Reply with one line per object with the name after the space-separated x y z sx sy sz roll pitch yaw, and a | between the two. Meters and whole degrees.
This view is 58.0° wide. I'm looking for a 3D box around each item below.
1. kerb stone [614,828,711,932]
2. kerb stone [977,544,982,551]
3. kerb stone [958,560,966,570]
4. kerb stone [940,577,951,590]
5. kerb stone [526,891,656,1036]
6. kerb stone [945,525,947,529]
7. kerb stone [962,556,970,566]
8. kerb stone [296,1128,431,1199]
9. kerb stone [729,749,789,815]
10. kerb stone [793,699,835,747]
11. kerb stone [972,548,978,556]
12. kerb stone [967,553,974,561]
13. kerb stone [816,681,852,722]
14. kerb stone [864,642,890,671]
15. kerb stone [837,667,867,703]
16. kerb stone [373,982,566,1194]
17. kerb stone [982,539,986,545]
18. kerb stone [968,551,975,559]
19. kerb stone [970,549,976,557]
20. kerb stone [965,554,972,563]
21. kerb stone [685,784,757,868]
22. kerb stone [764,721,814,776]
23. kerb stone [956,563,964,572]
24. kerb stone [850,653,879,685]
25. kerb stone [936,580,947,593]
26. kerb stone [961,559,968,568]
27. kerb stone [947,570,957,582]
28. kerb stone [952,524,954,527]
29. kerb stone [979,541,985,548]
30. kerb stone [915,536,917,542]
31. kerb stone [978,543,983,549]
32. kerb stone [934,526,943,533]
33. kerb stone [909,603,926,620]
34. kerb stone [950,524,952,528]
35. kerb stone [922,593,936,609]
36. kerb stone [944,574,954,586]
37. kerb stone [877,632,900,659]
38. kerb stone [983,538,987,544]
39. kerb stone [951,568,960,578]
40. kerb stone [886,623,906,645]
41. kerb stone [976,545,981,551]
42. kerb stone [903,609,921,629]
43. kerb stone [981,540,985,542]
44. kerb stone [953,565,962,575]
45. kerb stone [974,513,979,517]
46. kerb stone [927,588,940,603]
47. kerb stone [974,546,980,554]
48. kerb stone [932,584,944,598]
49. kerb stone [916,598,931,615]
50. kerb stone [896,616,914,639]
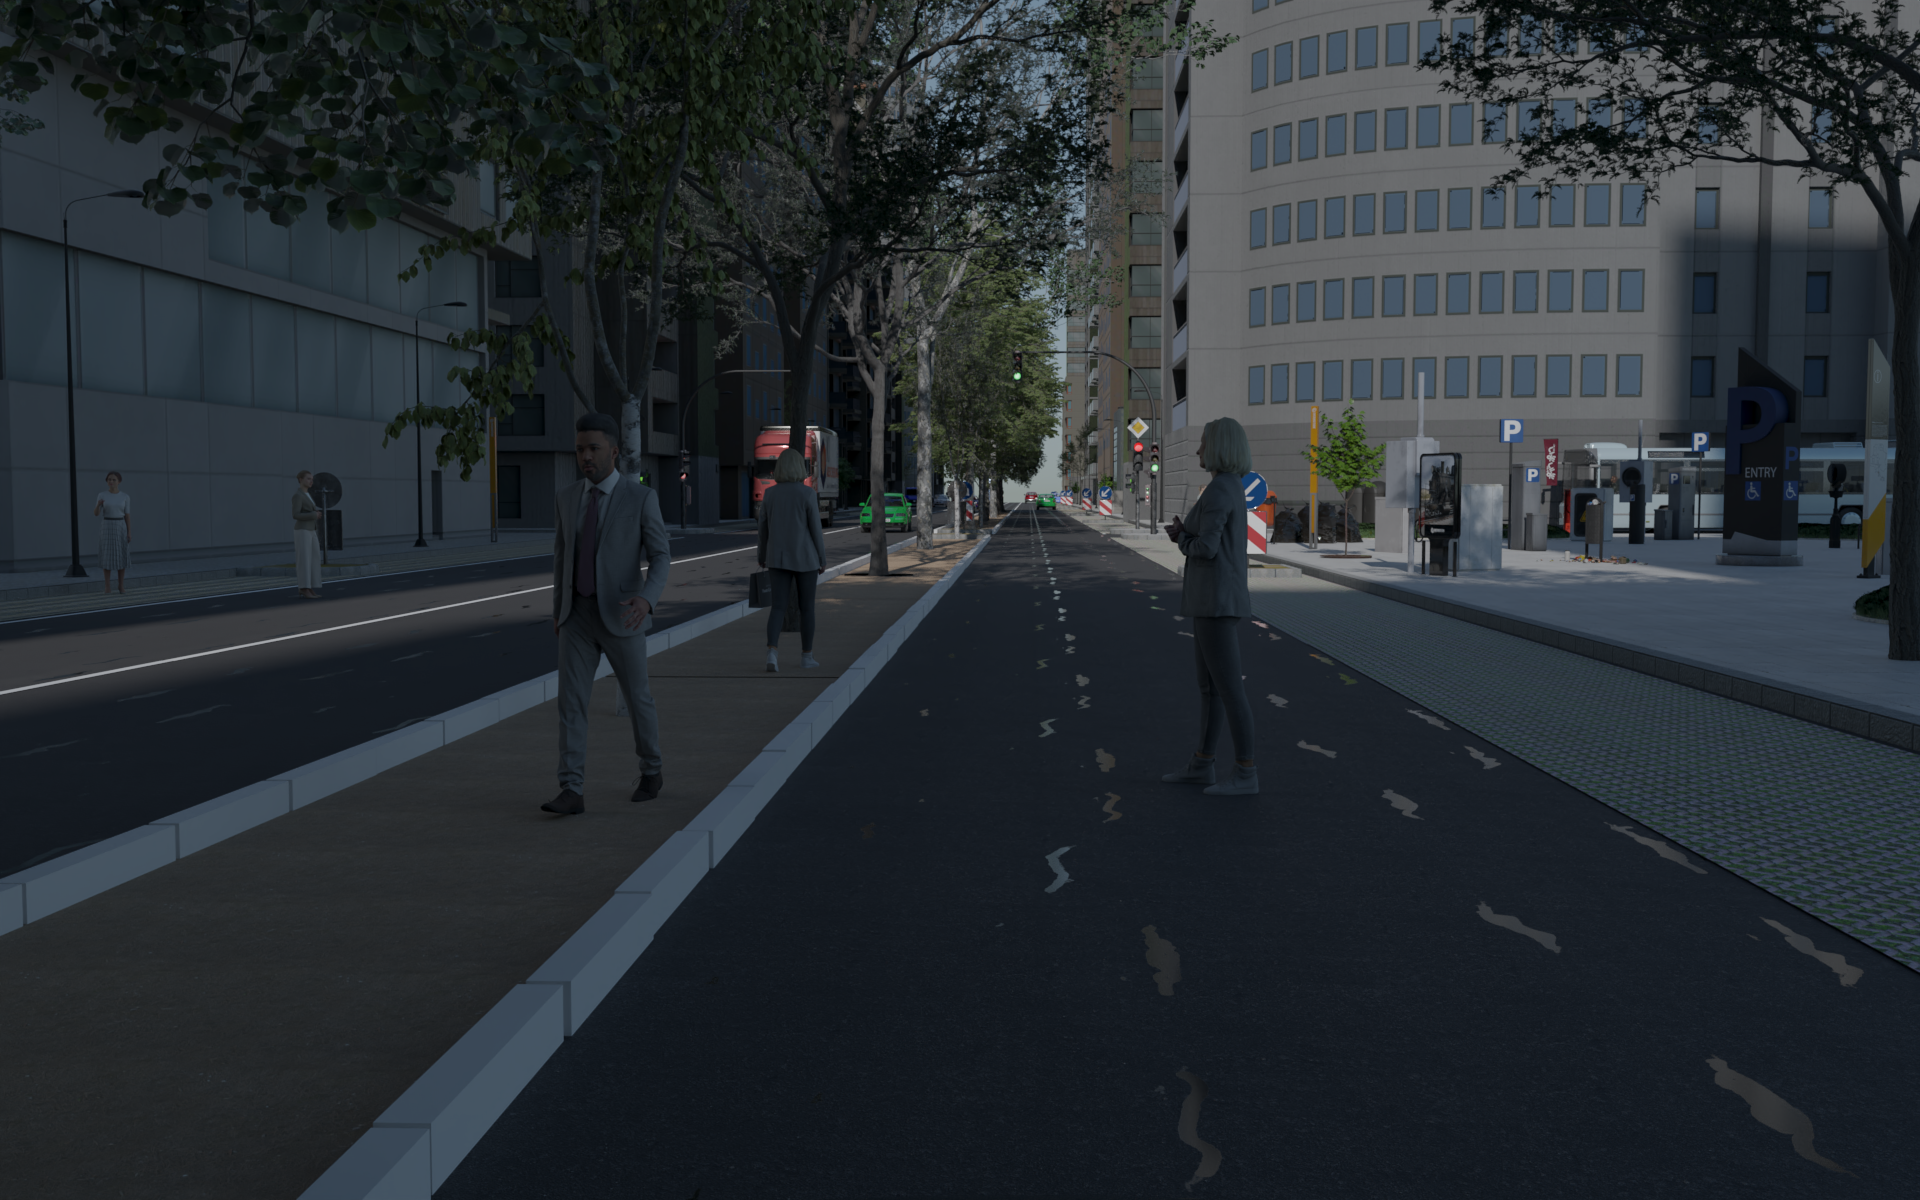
-1.037 0.985 6.096 0.120 0.150 1.000 0 4 2 | kerb stone
0.402 -1.210 41.999 0.120 0.150 1.000 0 4 2 | kerb stone
-0.010 -0.584 31.747 0.120 0.150 1.000 0 4 2 | kerb stone
-0.260 -0.208 25.597 0.120 0.150 1.000 0 4 2 | kerb stone
-1.067 1.050 5.075 0.120 0.150 1.000 0 4 2 | kerb stone
-0.701 -2.753 67.213 0.120 0.150 1.000 0 4 2 | kerb stone
0.073 -0.710 33.797 0.120 0.150 1.000 0 4 2 | kerb stone
-1.154 1.175 3.014 0.120 0.150 1.000 0 4 2 | kerb stone
-0.949 0.864 8.159 0.120 0.150 1.000 0 4 2 | kerb stone
-0.869 0.734 10.212 0.120 0.150 1.000 0 4 2 | kerb stone
0.281 -1.022 38.912 0.120 0.150 1.000 0 4 2 | kerb stone
0.154 -0.835 35.845 0.120 0.150 1.000 0 4 2 | kerb stone
-0.828 0.671 11.236 0.120 0.150 1.000 0 4 2 | kerb stone
-0.702 0.482 14.310 0.120 0.150 1.000 0 4 2 | kerb stone
-0.784 0.616 12.258 0.120 0.150 1.000 0 4 2 | kerb stone
-1.118 1.111 4.035 0.120 0.150 1.000 0 4 2 | kerb stone
0.560 -1.461 46.085 0.120 0.150 1.000 0 4 2 | kerb stone
0.195 -0.897 36.869 0.120 0.150 1.000 0 4 2 | kerb stone
0.230 -0.960 37.891 0.120 0.150 1.000 0 4 2 | kerb stone
0.116 -0.772 34.818 0.120 0.150 1.000 0 4 2 | kerb stone
-0.983 0.926 7.126 0.120 0.150 1.000 0 4 2 | kerb stone
-0.912 0.795 9.190 0.120 0.150 1.000 0 4 2 | kerb stone
-0.050 -0.515 30.725 0.120 0.150 1.000 0 4 2 | kerb stone
-0.741 0.545 13.287 0.120 0.150 1.000 0 4 2 | kerb stone
-0.300 -0.143 24.573 0.120 0.150 1.000 0 4 2 | kerb stone
0.024 -0.641 32.770 0.120 0.150 1.000 0 4 2 | kerb stone
-0.169 -0.333 27.652 0.120 0.150 1.000 0 4 2 | kerb stone
-0.457 -3.128 73.343 0.120 0.150 1.000 0 4 2 | kerb stone
0.493 -1.336 44.041 0.120 0.150 1.000 0 4 2 | kerb stone
-1.373 -1.717 50.277 0.120 0.150 1.000 0 4 2 | kerb stone
0.444 -1.274 43.020 0.120 0.150 1.000 0 4 2 | kerb stone
-0.817 -2.565 64.141 0.120 0.150 1.000 0 4 2 | kerb stone
-0.505 0.169 19.433 0.120 0.150 1.000 0 4 2 | kerb stone
-0.534 -3.003 71.300 0.120 0.150 1.000 0 4 2 | kerb stone
-0.414 0.043 21.499 0.120 0.150 1.000 0 4 2 | kerb stone
-0.210 -0.263 26.619 0.120 0.150 1.000 0 4 2 | kerb stone
-0.654 0.422 15.332 0.120 0.150 1.000 0 4 2 | kerb stone
0.601 -1.523 47.115 0.120 0.150 1.000 0 4 2 | kerb stone
-0.130 -0.393 28.682 0.120 0.150 1.000 0 4 2 | kerb stone
-0.626 0.357 16.361 0.120 0.150 1.000 0 4 2 | kerb stone
0.356 -1.148 40.969 0.120 0.150 1.000 0 4 2 | kerb stone
-0.538 0.234 18.412 0.120 0.150 1.000 0 4 2 | kerb stone
0.523 -1.399 45.063 0.120 0.150 1.000 0 4 2 | kerb stone
-0.091 -0.455 29.703 0.120 0.150 1.000 0 4 2 | kerb stone
1.172 -5.631 114.328 0.120 0.150 1.000 0 4 2 | kerb stone
-0.374 -0.020 22.525 0.120 0.150 1.000 0 4 2 | kerb stone
0.318 -1.085 39.943 0.120 0.150 1.000 0 4 2 | kerb stone
-0.342 -0.079 23.552 0.120 0.150 1.000 0 4 2 | kerb stone
-0.459 0.109 20.469 0.120 0.150 1.000 0 4 2 | kerb stone
-0.578 0.294 17.387 0.120 0.150 1.000 0 4 2 | kerb stone
